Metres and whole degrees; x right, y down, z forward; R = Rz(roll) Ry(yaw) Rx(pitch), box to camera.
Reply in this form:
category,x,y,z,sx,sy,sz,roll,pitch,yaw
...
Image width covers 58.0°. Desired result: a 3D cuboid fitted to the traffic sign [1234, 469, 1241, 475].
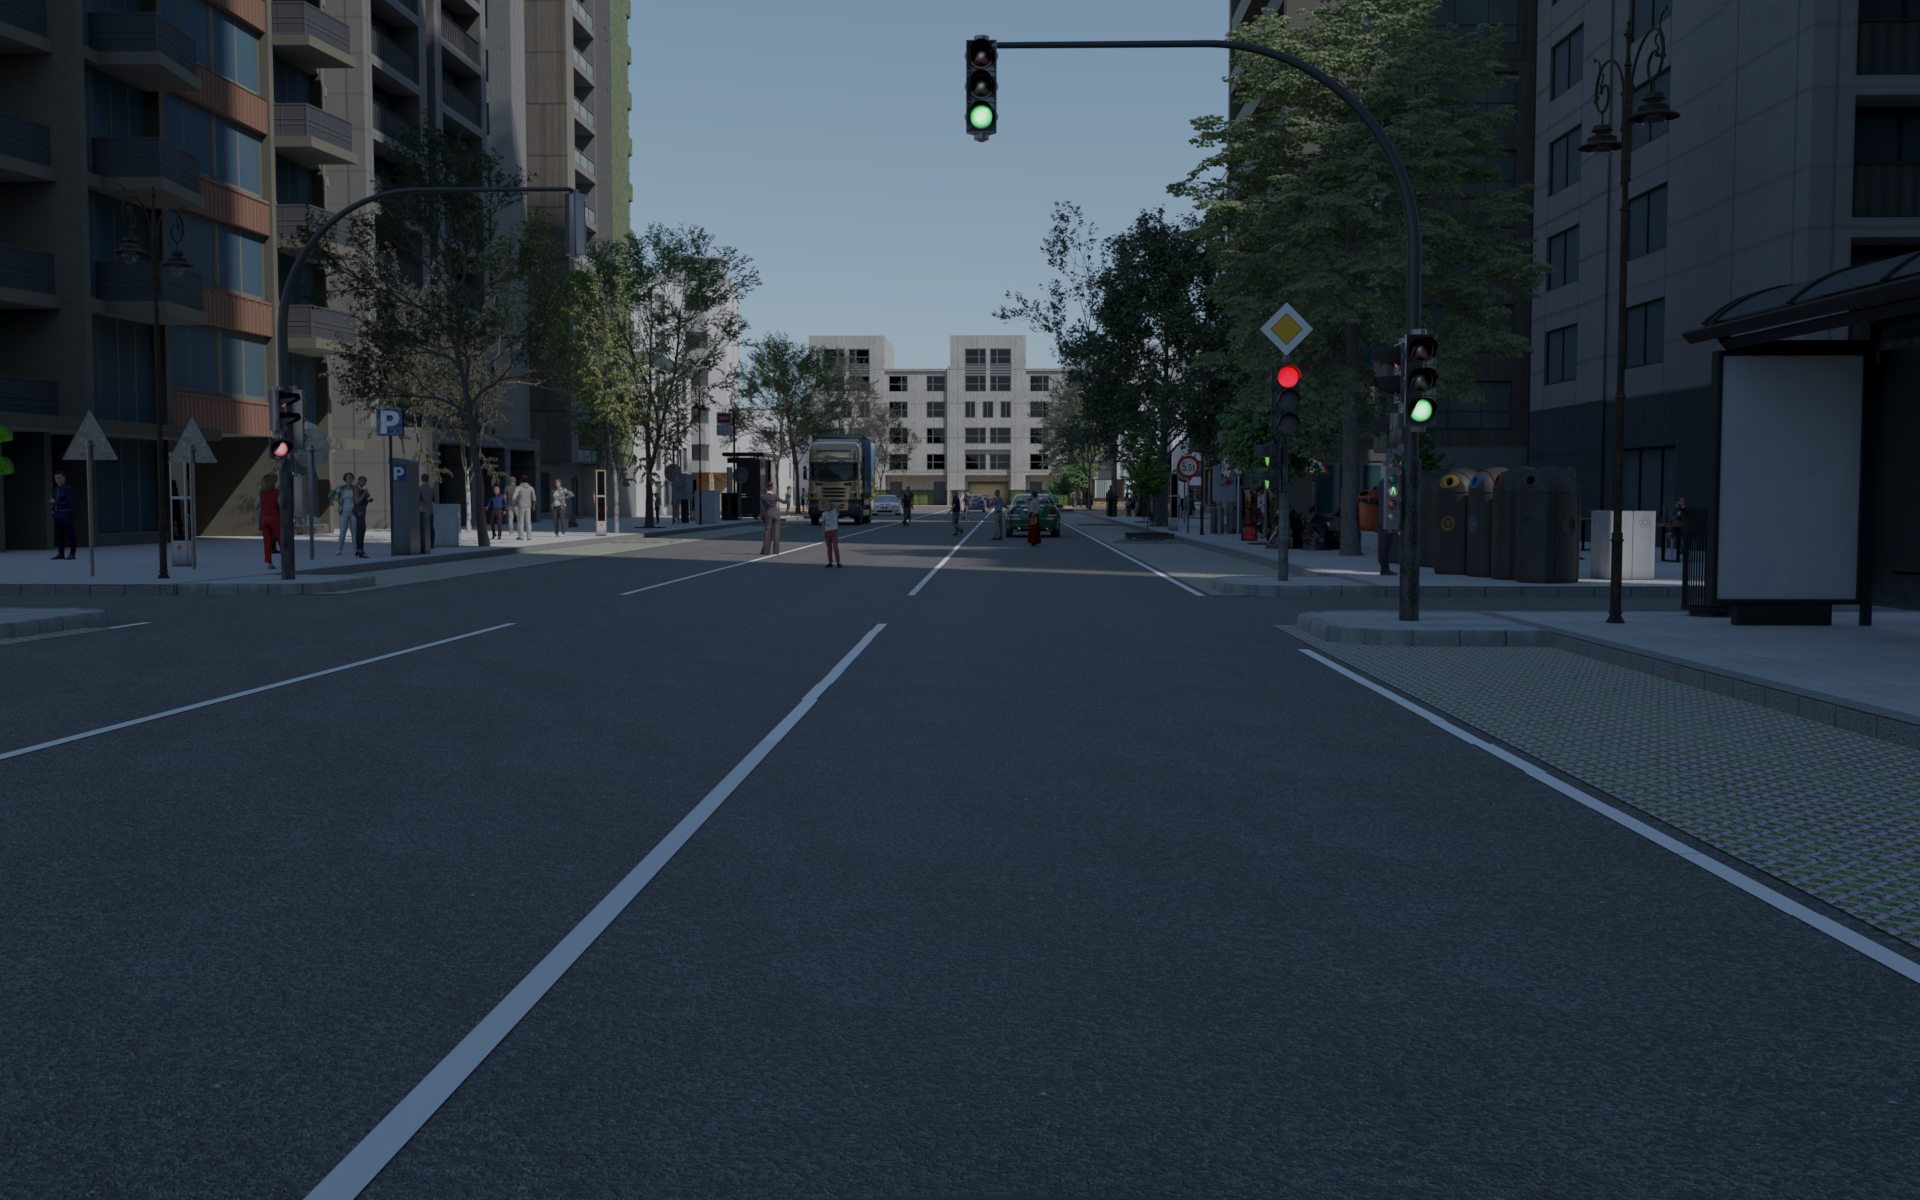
category,x,y,z,sx,sy,sz,roll,pitch,yaw
traffic sign,7.918,-3.021,49.127,0.795,2.593,0.064,0,4,2

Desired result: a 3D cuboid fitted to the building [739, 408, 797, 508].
category,x,y,z,sx,sy,sz,roll,pitch,yaw
building,-30.397,-13.672,165.690,28.070,9.664,9.099,0,4,2

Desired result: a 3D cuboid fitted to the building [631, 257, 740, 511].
category,x,y,z,sx,sy,sz,roll,pitch,yaw
building,-25.524,-17.115,136.258,16.016,20.091,11.380,0,4,2

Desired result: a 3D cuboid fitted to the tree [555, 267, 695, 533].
category,x,y,z,sx,sy,sz,roll,pitch,yaw
tree,-11.075,-6.493,56.527,4.737,8.622,4.395,0,3,0

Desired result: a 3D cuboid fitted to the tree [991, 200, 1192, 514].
category,x,y,z,sx,sy,sz,roll,pitch,yaw
tree,8.883,-15.706,112.686,12.611,20.169,13.585,0,3,0

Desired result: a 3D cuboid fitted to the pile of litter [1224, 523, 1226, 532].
category,x,y,z,sx,sy,sz,roll,pitch,yaw
pile of litter,9.506,-2.799,59.733,1.719,0.858,1.176,-2,4,-32

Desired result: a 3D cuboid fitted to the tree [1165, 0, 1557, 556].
category,x,y,z,sx,sy,sz,roll,pitch,yaw
tree,8.105,-7.173,35.398,7.486,12.596,7.792,0,3,0

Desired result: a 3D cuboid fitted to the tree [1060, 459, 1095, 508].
category,x,y,z,sx,sy,sz,roll,pitch,yaw
tree,10.827,-10.756,159.567,4.285,4.588,4.351,0,3,0

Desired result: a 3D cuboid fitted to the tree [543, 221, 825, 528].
category,x,y,z,sx,sy,sz,roll,pitch,yaw
tree,-11.533,-8.512,64.931,9.928,11.665,9.643,0,3,0

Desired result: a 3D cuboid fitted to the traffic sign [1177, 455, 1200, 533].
category,x,y,z,sx,sy,sz,roll,pitch,yaw
traffic sign,7.471,-3.461,56.701,0.768,2.556,0.104,0,4,8

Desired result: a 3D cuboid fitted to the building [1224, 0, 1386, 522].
category,x,y,z,sx,sy,sz,roll,pitch,yaw
building,25.757,-28.435,88.616,21.300,48.544,21.600,0,4,2

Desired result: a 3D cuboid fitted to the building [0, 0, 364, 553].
category,x,y,z,sx,sy,sz,roll,pitch,yaw
building,-30.331,-24.017,47.297,22.147,44.769,28.867,0,4,2

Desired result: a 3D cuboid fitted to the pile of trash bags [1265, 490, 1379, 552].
category,x,y,z,sx,sy,sz,roll,pitch,yaw
pile of trash bags,8.572,-1.840,39.833,1.912,1.369,3.447,-2,4,-24

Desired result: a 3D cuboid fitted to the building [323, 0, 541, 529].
category,x,y,z,sx,sy,sz,roll,pitch,yaw
building,-29.310,-38.768,72.113,20.563,71.187,20.611,0,4,2

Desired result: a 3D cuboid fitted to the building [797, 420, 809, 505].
category,x,y,z,sx,sy,sz,roll,pitch,yaw
building,-30.752,-15.680,198.514,28.070,9.664,9.099,0,4,2

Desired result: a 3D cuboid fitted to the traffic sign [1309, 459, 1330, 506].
category,x,y,z,sx,sy,sz,roll,pitch,yaw
traffic sign,9.664,-2.897,47.367,0.884,2.594,0.081,0,4,8

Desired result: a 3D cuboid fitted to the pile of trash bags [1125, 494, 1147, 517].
category,x,y,z,sx,sy,sz,roll,pitch,yaw
pile of trash bags,10.384,-5.490,99.514,1.912,1.369,3.447,-1,4,-10

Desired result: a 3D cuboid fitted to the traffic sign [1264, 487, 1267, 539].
category,x,y,z,sx,sy,sz,roll,pitch,yaw
traffic sign,8.825,-3.049,49.951,0.768,2.556,0.104,0,4,2

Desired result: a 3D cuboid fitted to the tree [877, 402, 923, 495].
category,x,y,z,sx,sy,sz,roll,pitch,yaw
tree,-8.144,-14.731,175.271,8.767,10.594,7.601,-1,4,-9

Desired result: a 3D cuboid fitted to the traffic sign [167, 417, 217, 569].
category,x,y,z,sx,sy,sz,roll,pitch,yaw
traffic sign,-13.041,-1.799,29.415,0.884,2.594,0.081,0,4,6

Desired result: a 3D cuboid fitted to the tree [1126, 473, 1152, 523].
category,x,y,z,sx,sy,sz,roll,pitch,yaw
tree,8.140,-5.081,77.676,1.663,3.219,1.824,0,3,0

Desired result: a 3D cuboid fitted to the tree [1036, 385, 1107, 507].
category,x,y,z,sx,sy,sz,roll,pitch,yaw
tree,11.585,-15.766,175.894,7.486,12.596,7.792,0,3,0

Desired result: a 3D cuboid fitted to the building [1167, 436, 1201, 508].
category,x,y,z,sx,sy,sz,roll,pitch,yaw
building,23.417,-13.002,154.731,9.099,9.664,28.070,0,4,2

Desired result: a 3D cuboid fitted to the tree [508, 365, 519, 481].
category,x,y,z,sx,sy,sz,roll,pitch,yaw
tree,-16.480,-6.556,57.556,4.360,8.622,3.978,0,3,0

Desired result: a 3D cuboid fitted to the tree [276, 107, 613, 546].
category,x,y,z,sx,sy,sz,roll,pitch,yaw
tree,-12.014,-6.599,42.306,7.601,10.594,8.767,1,4,13

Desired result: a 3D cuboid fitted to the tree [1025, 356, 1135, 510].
category,x,y,z,sx,sy,sz,roll,pitch,yaw
tree,10.249,-13.909,137.776,12.009,13.543,11.850,0,3,0

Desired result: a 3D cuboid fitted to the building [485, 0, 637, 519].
category,x,y,z,sx,sy,sz,roll,pitch,yaw
building,-25.535,-24.872,90.244,14.154,41.232,14.086,0,4,2

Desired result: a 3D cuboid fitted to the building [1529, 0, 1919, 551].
category,x,y,z,sx,sy,sz,roll,pitch,yaw
building,26.922,-36.766,39.380,20.611,71.187,20.563,0,4,2

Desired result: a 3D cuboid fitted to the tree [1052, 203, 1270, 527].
category,x,y,z,sx,sy,sz,roll,pitch,yaw
tree,8.133,-9.264,68.468,9.611,12.733,9.660,0,3,0

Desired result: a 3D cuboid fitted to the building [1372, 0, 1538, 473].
category,x,y,z,sx,sy,sz,roll,pitch,yaw
building,22.391,-17.844,63.447,14.160,30.474,14.107,0,4,2

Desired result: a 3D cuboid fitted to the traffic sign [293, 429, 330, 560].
category,x,y,z,sx,sy,sz,roll,pitch,yaw
traffic sign,-12.683,-2.063,33.832,0.768,2.556,0.104,0,4,7

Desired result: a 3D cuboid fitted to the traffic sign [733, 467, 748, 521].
category,x,y,z,sx,sy,sz,roll,pitch,yaw
traffic sign,-10.429,-5.025,82.258,0.768,2.556,0.104,1,4,11

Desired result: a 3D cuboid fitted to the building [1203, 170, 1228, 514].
category,x,y,z,sx,sy,sz,roll,pitch,yaw
building,31.154,-17.114,123.791,27.936,21.610,32.646,0,4,2

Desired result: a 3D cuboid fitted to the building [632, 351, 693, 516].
category,x,y,z,sx,sy,sz,roll,pitch,yaw
building,-22.361,-10.630,115.947,9.099,9.664,28.070,0,4,2

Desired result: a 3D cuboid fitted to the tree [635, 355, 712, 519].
category,x,y,z,sx,sy,sz,roll,pitch,yaw
tree,-14.981,-8.553,90.204,4.360,8.622,3.978,0,3,0

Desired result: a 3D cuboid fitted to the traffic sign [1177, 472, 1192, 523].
category,x,y,z,sx,sy,sz,roll,pitch,yaw
traffic sign,9.870,-4.649,76.118,0.768,2.556,0.104,0,4,5

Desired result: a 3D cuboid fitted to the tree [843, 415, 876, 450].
category,x,y,z,sx,sy,sz,roll,pitch,yaw
tree,-9.561,-12.900,161.273,4.360,8.622,3.978,0,3,0

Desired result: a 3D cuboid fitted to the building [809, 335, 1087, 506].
category,x,y,z,sx,sy,sz,roll,pitch,yaw
building,-0.876,-20.482,201.335,31.486,18.905,16.747,0,4,2

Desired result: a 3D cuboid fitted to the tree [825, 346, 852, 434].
category,x,y,z,sx,sy,sz,roll,pitch,yaw
tree,-10.585,-11.338,111.137,9.928,11.665,9.643,0,3,0

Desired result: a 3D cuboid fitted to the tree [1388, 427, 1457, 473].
category,x,y,z,sx,sy,sz,roll,pitch,yaw
tree,11.464,-2.961,43.012,1.663,3.219,1.824,0,3,0

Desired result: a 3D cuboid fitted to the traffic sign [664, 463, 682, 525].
category,x,y,z,sx,sy,sz,roll,pitch,yaw
traffic sign,-11.943,-4.401,72.064,0.768,2.556,0.104,1,4,8

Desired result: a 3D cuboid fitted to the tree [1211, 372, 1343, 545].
category,x,y,z,sx,sy,sz,roll,pitch,yaw
tree,8.070,-3.685,43.959,4.285,4.588,4.351,0,3,0

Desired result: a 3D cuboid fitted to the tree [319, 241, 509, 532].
category,x,y,z,sx,sy,sz,roll,pitch,yaw
tree,-16.050,-6.093,49.976,4.360,8.622,3.978,0,3,0

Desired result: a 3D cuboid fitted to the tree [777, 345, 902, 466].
category,x,y,z,sx,sy,sz,roll,pitch,yaw
tree,-9.815,-14.100,140.898,12.009,13.543,11.850,0,3,0

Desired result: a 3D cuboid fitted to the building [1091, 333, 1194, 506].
category,x,y,z,sx,sy,sz,roll,pitch,yaw
building,20.514,-20.981,199.453,11.380,20.091,16.016,0,4,2

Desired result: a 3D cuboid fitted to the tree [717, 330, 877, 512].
category,x,y,z,sx,sy,sz,roll,pitch,yaw
tree,-10.756,-10.097,99.500,8.767,10.594,7.601,3,5,40
